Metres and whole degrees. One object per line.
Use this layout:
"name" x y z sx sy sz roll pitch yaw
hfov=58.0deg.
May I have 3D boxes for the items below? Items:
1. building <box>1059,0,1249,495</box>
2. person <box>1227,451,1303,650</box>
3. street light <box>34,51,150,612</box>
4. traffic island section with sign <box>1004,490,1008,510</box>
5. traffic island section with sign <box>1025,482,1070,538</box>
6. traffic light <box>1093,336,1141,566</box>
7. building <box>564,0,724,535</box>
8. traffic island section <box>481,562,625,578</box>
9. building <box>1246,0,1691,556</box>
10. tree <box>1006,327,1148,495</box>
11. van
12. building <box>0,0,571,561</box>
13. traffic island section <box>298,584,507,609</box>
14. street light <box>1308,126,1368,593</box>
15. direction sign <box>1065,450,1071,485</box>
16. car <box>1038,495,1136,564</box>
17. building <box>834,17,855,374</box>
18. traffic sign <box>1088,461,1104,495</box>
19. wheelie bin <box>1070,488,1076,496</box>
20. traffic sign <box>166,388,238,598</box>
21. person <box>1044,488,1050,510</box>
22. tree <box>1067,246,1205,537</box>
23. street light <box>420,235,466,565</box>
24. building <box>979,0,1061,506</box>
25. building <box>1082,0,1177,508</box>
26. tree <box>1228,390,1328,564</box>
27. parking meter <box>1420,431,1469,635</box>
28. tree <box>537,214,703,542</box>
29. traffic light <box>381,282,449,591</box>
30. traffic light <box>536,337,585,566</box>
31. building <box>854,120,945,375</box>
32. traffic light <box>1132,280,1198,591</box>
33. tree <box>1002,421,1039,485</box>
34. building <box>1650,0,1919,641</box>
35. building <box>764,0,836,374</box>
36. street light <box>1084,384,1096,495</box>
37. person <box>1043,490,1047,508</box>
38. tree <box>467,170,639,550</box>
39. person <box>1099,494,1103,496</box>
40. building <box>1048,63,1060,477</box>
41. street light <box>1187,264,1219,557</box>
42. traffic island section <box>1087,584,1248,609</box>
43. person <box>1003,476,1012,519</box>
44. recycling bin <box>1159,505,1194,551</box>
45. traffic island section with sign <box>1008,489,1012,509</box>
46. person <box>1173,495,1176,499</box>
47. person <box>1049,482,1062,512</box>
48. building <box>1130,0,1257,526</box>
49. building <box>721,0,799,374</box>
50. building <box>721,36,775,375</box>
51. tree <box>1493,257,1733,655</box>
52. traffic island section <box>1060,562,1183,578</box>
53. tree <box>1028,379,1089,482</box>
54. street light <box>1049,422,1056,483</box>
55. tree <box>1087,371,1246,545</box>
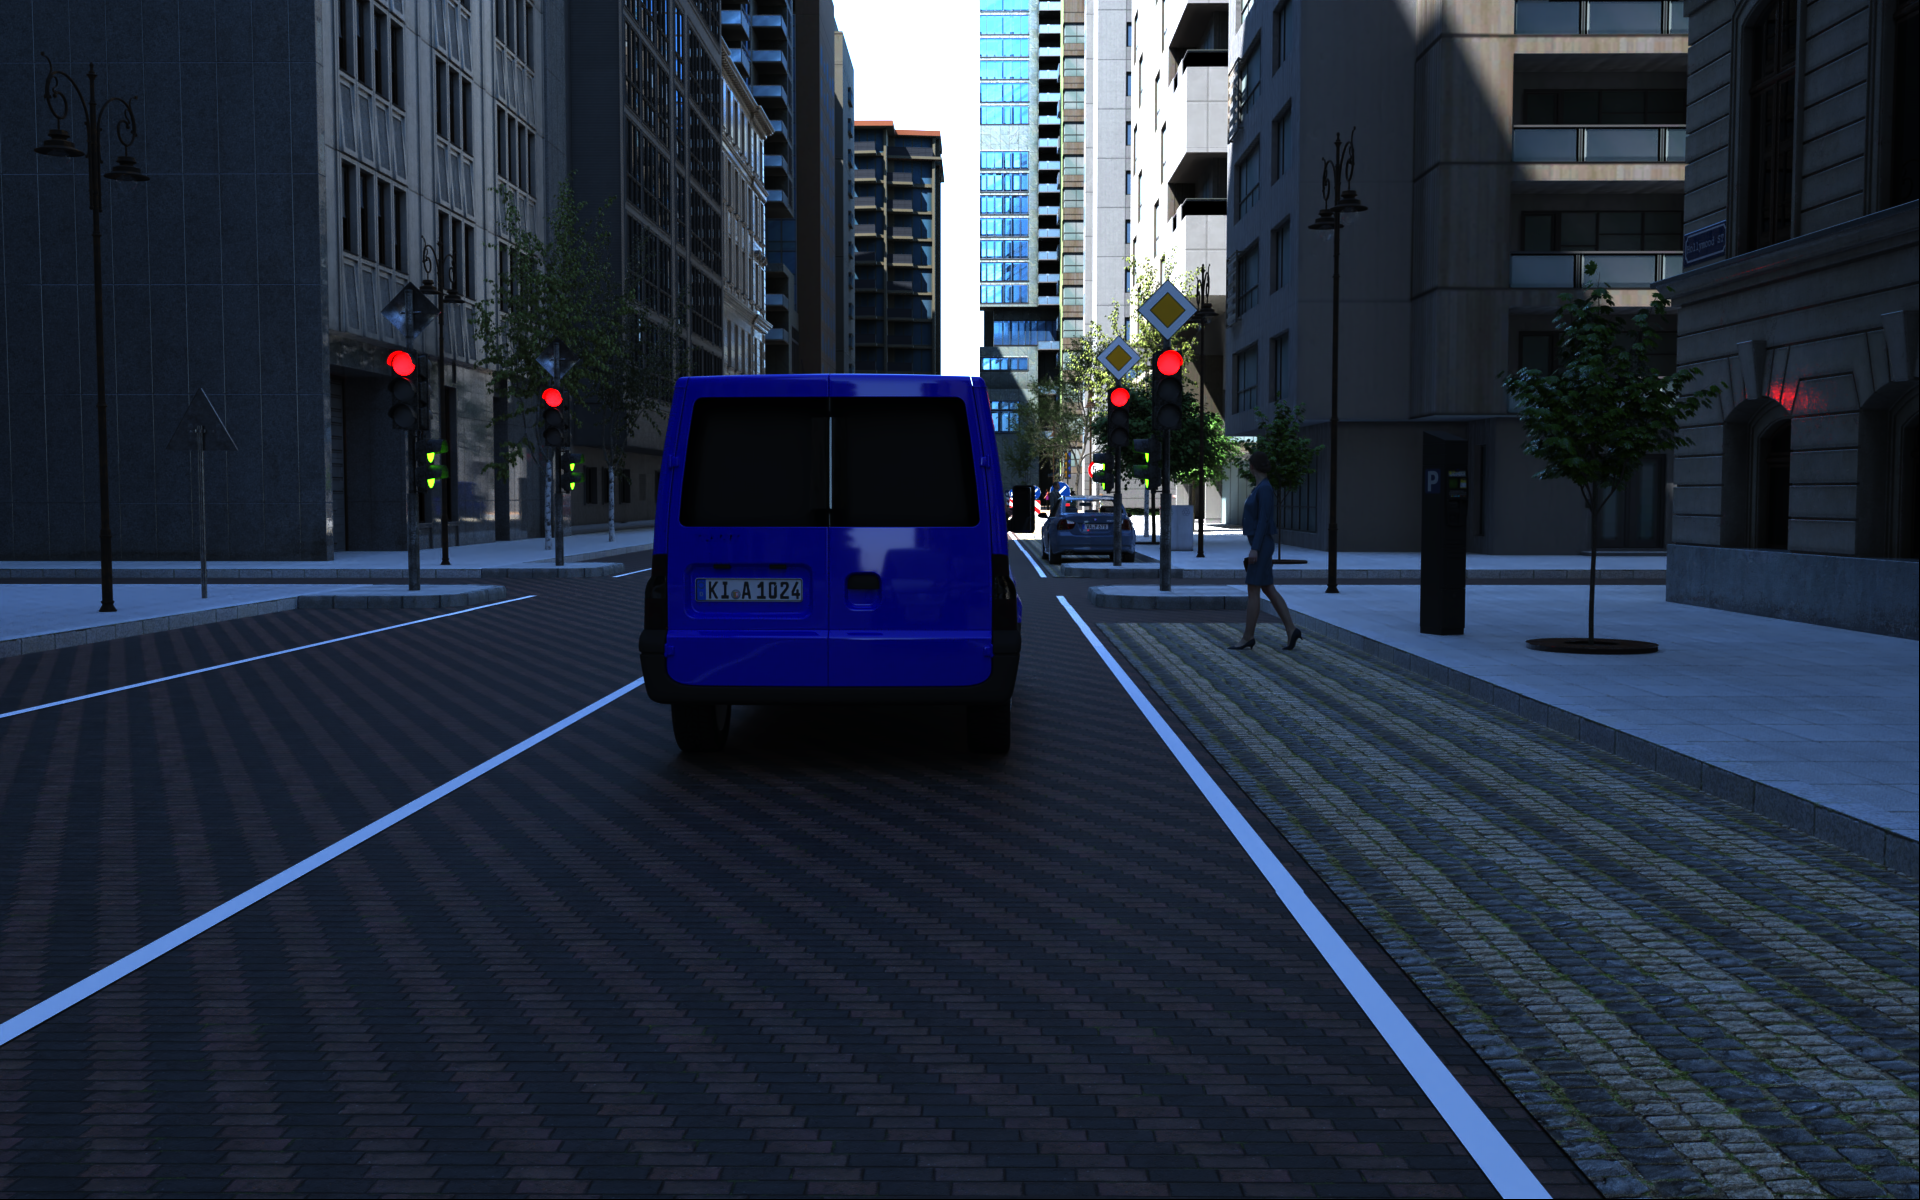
"building" 15.125 -28.042 142.079 14.154 41.232 14.086 0 4 1
"person" 2.783 -0.444 15.785 0.654 1.822 0.581 2 4 27
"street light" -9.302 -2.810 18.728 0.468 5.910 1.993 0 4 1
"traffic island section with sign" 4.298 -9.242 159.737 1.989 1.847 2.006 0 4 1
"traffic island section with sign" 3.131 -2.931 56.548 1.989 1.847 2.006 0 4 1
"traffic light" 2.796 -2.565 30.857 0.839 4.253 0.868 0 4 1
"building" -17.361 -16.553 64.154 14.314 27.812 24.014 0 4 1
"traffic island section" -7.205 -0.539 31.088 2.009 0.180 2.903 0 4 1
"building" 14.178 -21.816 40.291 14.086 41.232 14.154 0 4 1
"tree" 6.631 -9.984 97.657 8.767 10.594 7.601 -1 4 -23
"van" -0.602 -0.419 11.237 2.240 2.365 5.245 0 4 1
"building" -17.989 -13.718 42.318 12.078 24.808 19.932 0 4 1
"traffic island section" -7.295 -0.050 23.103 2.009 0.180 2.903 0 4 1
"street light" 4.832 -3.029 22.305 0.468 5.910 1.993 0 4 1
"direction sign" 5.594 -5.994 90.000 0.379 3.537 0.876 -1 4 -16
"car" 2.664 -1.493 36.415 2.014 1.417 4.499 0 4 0
"building" -21.556 -33.385 169.547 21.600 48.544 21.300 0 4 1
"traffic sign" 5.107 -3.905 63.956 0.768 2.556 0.104 1 4 8
"wheelie bin" 5.364 -4.757 85.680 0.693 1.594 0.980 -2 4 -33
"traffic sign" -9.300 -1.299 21.245 0.884 2.594 0.081 0 4 1
"person" 6.786 -7.871 135.416 0.721 1.739 1.217 1 4 18
"tree" 5.487 -6.202 51.762 4.737 8.622 4.395 0 3 0
"street light" -9.327 -3.574 31.221 0.468 5.910 1.993 0 4 1
"building" 13.925 -54.332 200.993 31.000 86.520 22.319 0 4 1
"building" 19.136 -35.376 120.396 21.231 58.520 28.212 0 4 1
"tree" 5.943 -2.301 32.222 1.663 3.219 1.824 0 3 0
"parking meter" 4.427 -0.619 15.831 0.255 1.863 0.399 -1 4 -22
"tree" -9.192 -5.890 46.657 4.360 8.622 3.978 0 3 0
"traffic light" -7.255 -2.082 22.968 0.839 4.253 0.868 0 4 1
"traffic light" -7.165 -2.571 30.953 0.839 4.253 0.868 0 4 1
"building" -16.374 -33.508 202.482 28.867 44.769 22.147 0 4 1
"traffic light" 2.706 -2.077 22.873 0.839 4.253 0.868 0 4 1
"tree" 6.161 -13.355 168.715 4.737 8.622 4.395 0 3 0
"building" 13.401 -11.249 2.998 14.460 24.649 34.723 0 4 1
"building" -17.833 -30.190 143.712 14.600 45.320 14.200 0 4 1
"street light" 5.286 -5.952 70.096 0.468 5.910 1.993 0 4 1
"person" 7.651 -8.954 153.916 0.593 1.643 0.415 -1 4 -17
"tree" -9.536 -5.484 40.026 4.737 8.622 4.395 0 3 0
"person" 6.040 -3.962 75.072 0.590 1.304 0.306 -1 4 -16
"building" 20.608 -33.297 164.019 23.786 49.044 30.456 0 4 1
"street light" 4.882 -3.803 34.964 0.468 5.910 1.993 0 4 1
"traffic island section" 2.746 -0.043 22.986 2.009 0.180 2.903 0 4 1
"person" 0.319 -0.755 21.198 0.716 1.782 0.532 -2 4 -28
"recycling bin" 4.907 -1.635 39.282 0.722 1.027 0.722 0 4 3
"traffic island section with sign" 3.431 -4.579 83.502 1.989 1.847 2.006 0 4 1
"person" 11.727 -5.337 93.501 0.583 1.804 0.606 0 4 -3
"person" 2.949 -2.706 52.842 0.767 1.812 0.694 1 4 20
"building" 21.858 -29.629 73.674 28.713 52.752 27.495 0 4 1
"building" -22.109 -49.374 119.943 22.319 86.520 31.000 0 4 1
"building" -17.146 -17.866 89.371 12.463 27.353 25.104 0 4 1
"tree" 5.182 -1.209 14.376 1.663 3.219 1.824 0 3 0
"traffic island section" 2.836 -0.531 30.971 2.009 0.180 2.903 0 4 1
"tree" 6.182 -9.732 109.481 4.360 8.622 3.978 0 3 0
"street light" 5.714 -8.125 105.625 0.468 5.910 1.993 0 4 1
"tree" 4.972 -3.720 44.539 4.285 4.588 4.351 0 3 0
